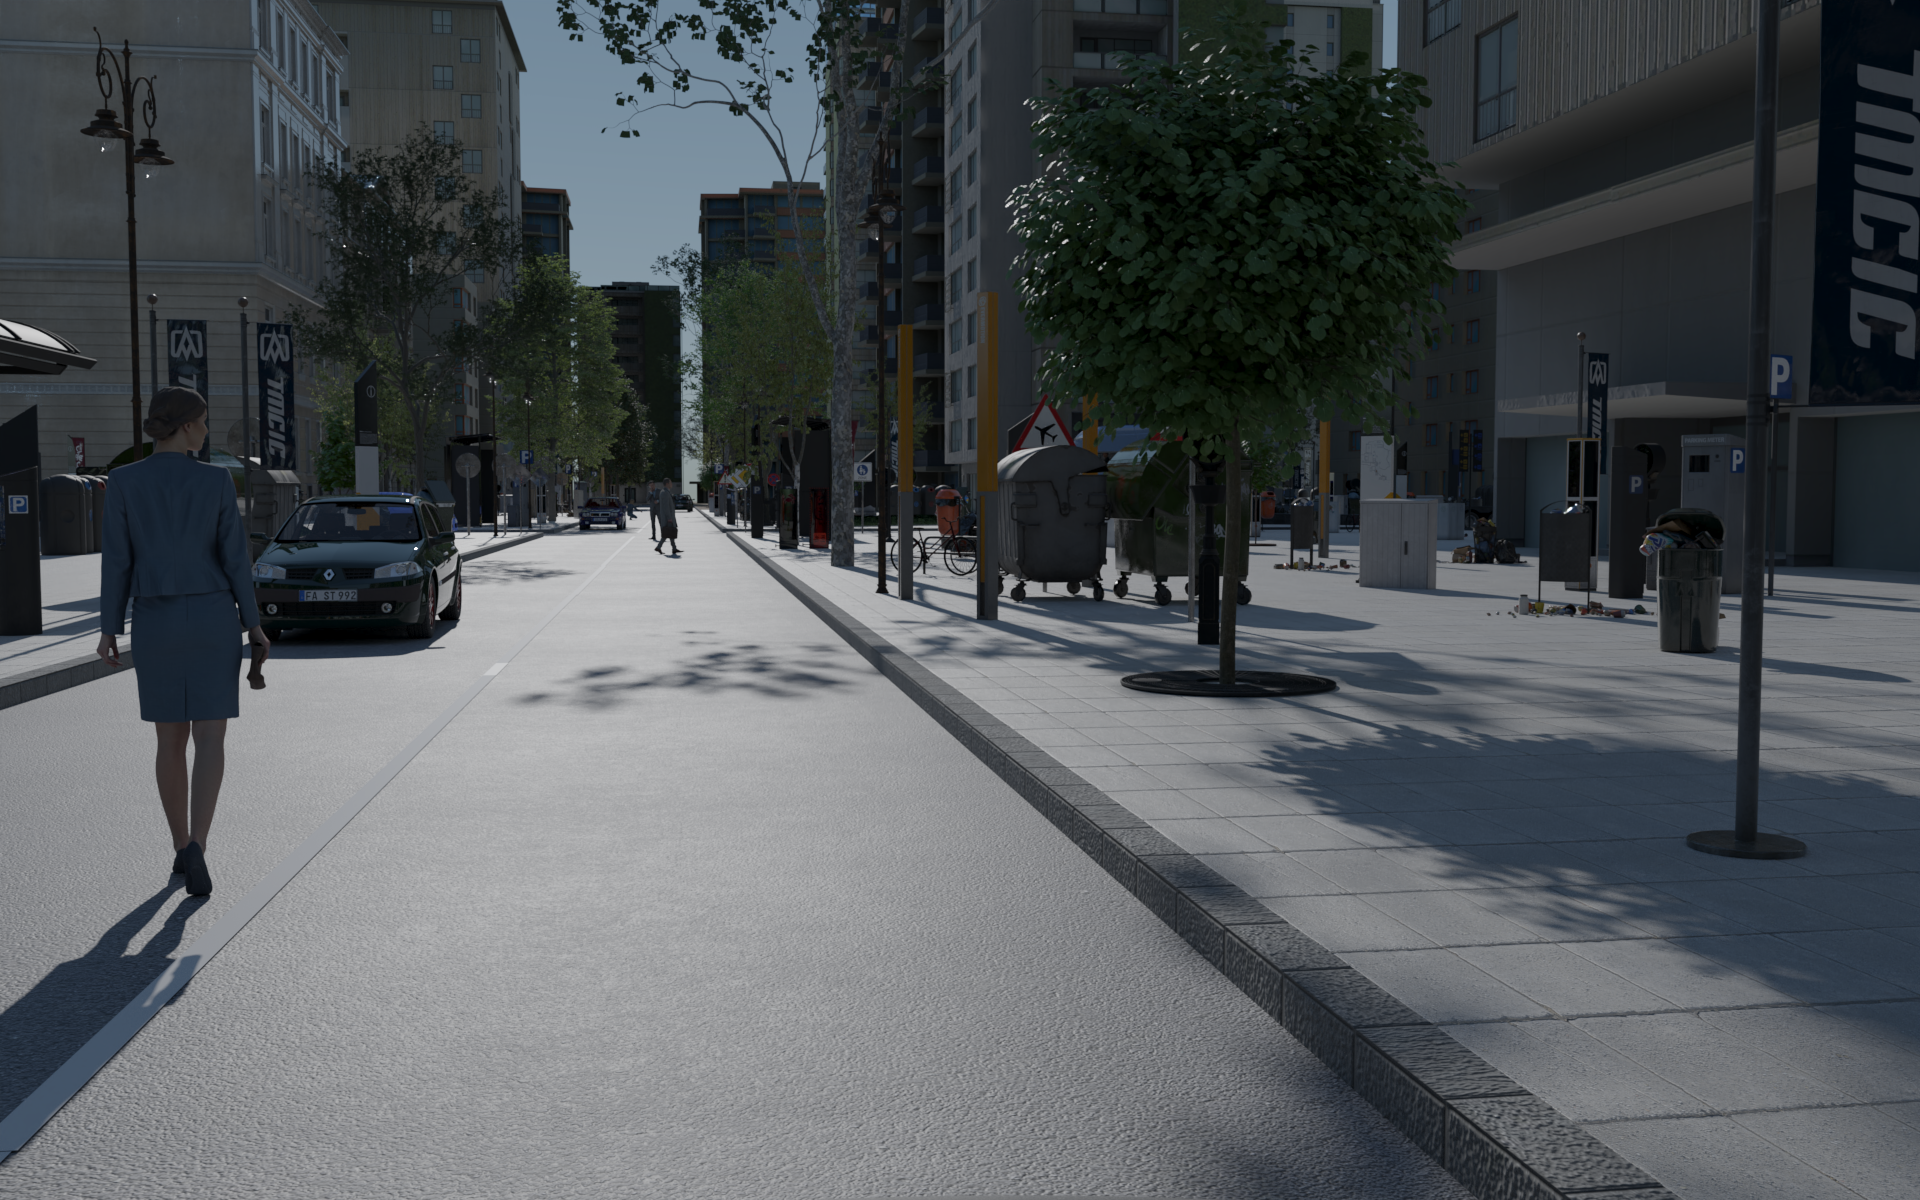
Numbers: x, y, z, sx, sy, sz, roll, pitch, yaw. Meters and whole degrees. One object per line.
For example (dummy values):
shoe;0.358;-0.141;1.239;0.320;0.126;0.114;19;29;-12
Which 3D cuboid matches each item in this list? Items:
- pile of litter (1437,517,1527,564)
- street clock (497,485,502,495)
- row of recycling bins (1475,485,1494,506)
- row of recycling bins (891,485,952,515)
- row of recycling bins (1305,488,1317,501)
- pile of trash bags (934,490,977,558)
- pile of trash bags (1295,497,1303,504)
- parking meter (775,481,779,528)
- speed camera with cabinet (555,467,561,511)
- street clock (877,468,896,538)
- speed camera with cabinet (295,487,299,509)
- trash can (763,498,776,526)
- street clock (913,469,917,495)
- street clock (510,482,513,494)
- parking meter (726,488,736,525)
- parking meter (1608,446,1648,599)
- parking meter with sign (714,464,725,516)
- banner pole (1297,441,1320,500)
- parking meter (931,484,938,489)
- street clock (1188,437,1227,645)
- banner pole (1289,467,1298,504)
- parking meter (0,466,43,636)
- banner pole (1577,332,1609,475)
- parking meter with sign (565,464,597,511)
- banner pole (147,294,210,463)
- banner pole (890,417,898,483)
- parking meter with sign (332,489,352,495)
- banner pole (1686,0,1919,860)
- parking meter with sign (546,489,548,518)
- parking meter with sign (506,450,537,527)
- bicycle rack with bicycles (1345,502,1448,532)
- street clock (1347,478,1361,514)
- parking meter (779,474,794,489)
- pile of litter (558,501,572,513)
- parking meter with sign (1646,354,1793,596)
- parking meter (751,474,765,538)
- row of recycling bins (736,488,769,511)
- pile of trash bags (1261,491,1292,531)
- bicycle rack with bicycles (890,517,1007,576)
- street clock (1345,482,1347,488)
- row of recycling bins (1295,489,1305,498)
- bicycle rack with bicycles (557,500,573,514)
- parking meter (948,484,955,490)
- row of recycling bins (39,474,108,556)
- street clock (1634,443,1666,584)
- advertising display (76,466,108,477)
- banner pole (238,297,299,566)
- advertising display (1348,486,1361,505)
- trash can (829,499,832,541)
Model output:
pile of litter;9.678;-1.120;32.270;1.719;0.858;1.176;1;4;18
street clock;-35.663;-7.907;133.842;0.471;2.002;0.358;-1;4;-10
row of recycling bins;23.970;-4.315;77.657;1.069;1.692;3.534;0;4;-2
row of recycling bins;-1.885;-4.485;80.440;3.534;1.692;1.069;-3;4;-36
row of recycling bins;25.443;-6.758;117.601;3.534;1.692;1.069;2;4;35
pile of trash bags;0.602;-1.619;36.227;1.912;1.369;3.447;2;4;35
pile of trash bags;13.982;-4.160;77.765;1.912;1.369;3.447;-3;4;-38
parking meter;-6.797;-3.666;65.651;0.399;1.863;0.255;-1;4;-19
speed camera with cabinet;-29.638;-8.124;127.166;0.660;3.252;2.038;-1;4;-11
street clock;-2.006;-2.619;47.395;0.471;2.002;0.358;2;4;32
speed camera with cabinet;-13.709;-2.361;32.942;2.038;3.252;0.660;-1;4;-8
trash can;-7.672;-3.524;69.278;0.748;1.137;0.748;0;3;0
street clock;-1.409;-2.611;47.254;0.471;2.002;0.358;0;4;4
street clock;-23.322;-5.280;90.896;0.358;2.002;0.471;3;5;44
parking meter;-9.587;-3.921;72.515;0.372;1.533;0.369;0;3;0
parking meter;8.223;-0.954;21.313;0.399;1.863;0.255;-2;4;-23
parking meter with sign;-14.062;-6.452;101.752;0.543;3.016;1.738;0;4;-2
banner pole;16.509;-5.607;81.689;0.863;3.779;0.401;-2;4;-33
parking meter;-1.438;-5.608;97.401;0.255;1.863;0.399;-2;4;-32
street clock;2.128;-0.623;14.764;0.471;2.002;0.358;1;4;9
banner pole;20.354;-7.066;105.545;0.863;3.779;0.401;0;4;6
parking meter;-8.589;-0.450;15.772;0.372;1.533;0.369;0;3;0
banner pole;9.803;-2.261;26.979;0.863;3.779;0.401;-2;4;-29
parking meter with sign;-22.309;-6.462;101.915;0.543;3.016;1.738;3;5;43
banner pole;-9.890;-1.947;21.851;0.863;3.779;0.401;-1;4;-14
banner pole;-1.725;-3.616;49.143;0.863;3.779;0.401;3;4;37
parking meter with sign;-24.503;-4.425;68.616;1.738;3.016;0.543;-3;5;-40
banner pole;3.052;-0.981;6.054;0.863;3.779;0.401;2;4;26
parking meter with sign;-23.419;-6.018;94.663;1.738;3.016;0.543;0;4;-2
parking meter with sign;-17.295;-4.390;68.035;0.543;3.016;1.738;0;4;6
bicycle rack with bicycles;14.270;-2.668;57.006;2.852;0.926;2.925;0;4;-8
street clock;18.252;-4.610;79.949;0.471;2.002;0.358;0;4;-1
parking meter;-4.879;-2.671;49.374;0.399;1.863;0.255;-1;4;-13
pile of litter;-26.658;-6.280;116.638;1.176;0.858;1.719;-3;4;-37
parking meter with sign;9.763;-1.601;22.436;0.543;3.016;1.738;-2;4;-34
parking meter;-5.878;-2.730;50.352;0.399;1.863;0.255;0;4;-4
row of recycling bins;-14.645;-7.069;122.697;1.069;1.692;3.534;-3;4;-39
pile of trash bags;9.315;-2.998;58.768;3.447;1.369;1.912;-2;4;-30
bicycle rack with bicycles;0.707;-0.878;27.738;2.925;0.926;2.852;3;4;36
street clock;20.166;-5.193;89.471;0.358;2.002;0.471;-3;5;-44
row of recycling bins;25.304;-7.795;134.565;3.534;1.692;1.069;1;4;12
bicycle rack with bicycles;-26.819;-6.148;113.901;2.852;0.926;2.925;-3;4;-38
parking meter;-0.536;-5.903;102.218;0.255;1.863;0.399;-3;5;-44
row of recycling bins;-19.151;-1.870;37.685;1.069;1.692;3.534;-1;4;-11
street clock;9.805;-1.233;24.734;0.358;2.002;0.471;-1;4;-22
advertising display;-20.189;-2.159;40.508;0.974;1.923;0.123;1;4;12
banner pole;-8.948;-1.974;22.297;0.863;3.779;0.401;-3;5;-41
advertising display;22.554;-5.715;98.660;0.974;1.923;0.123;3;5;42
trash can;-3.716;-2.197;47.582;0.748;1.137;0.748;0;3;0
